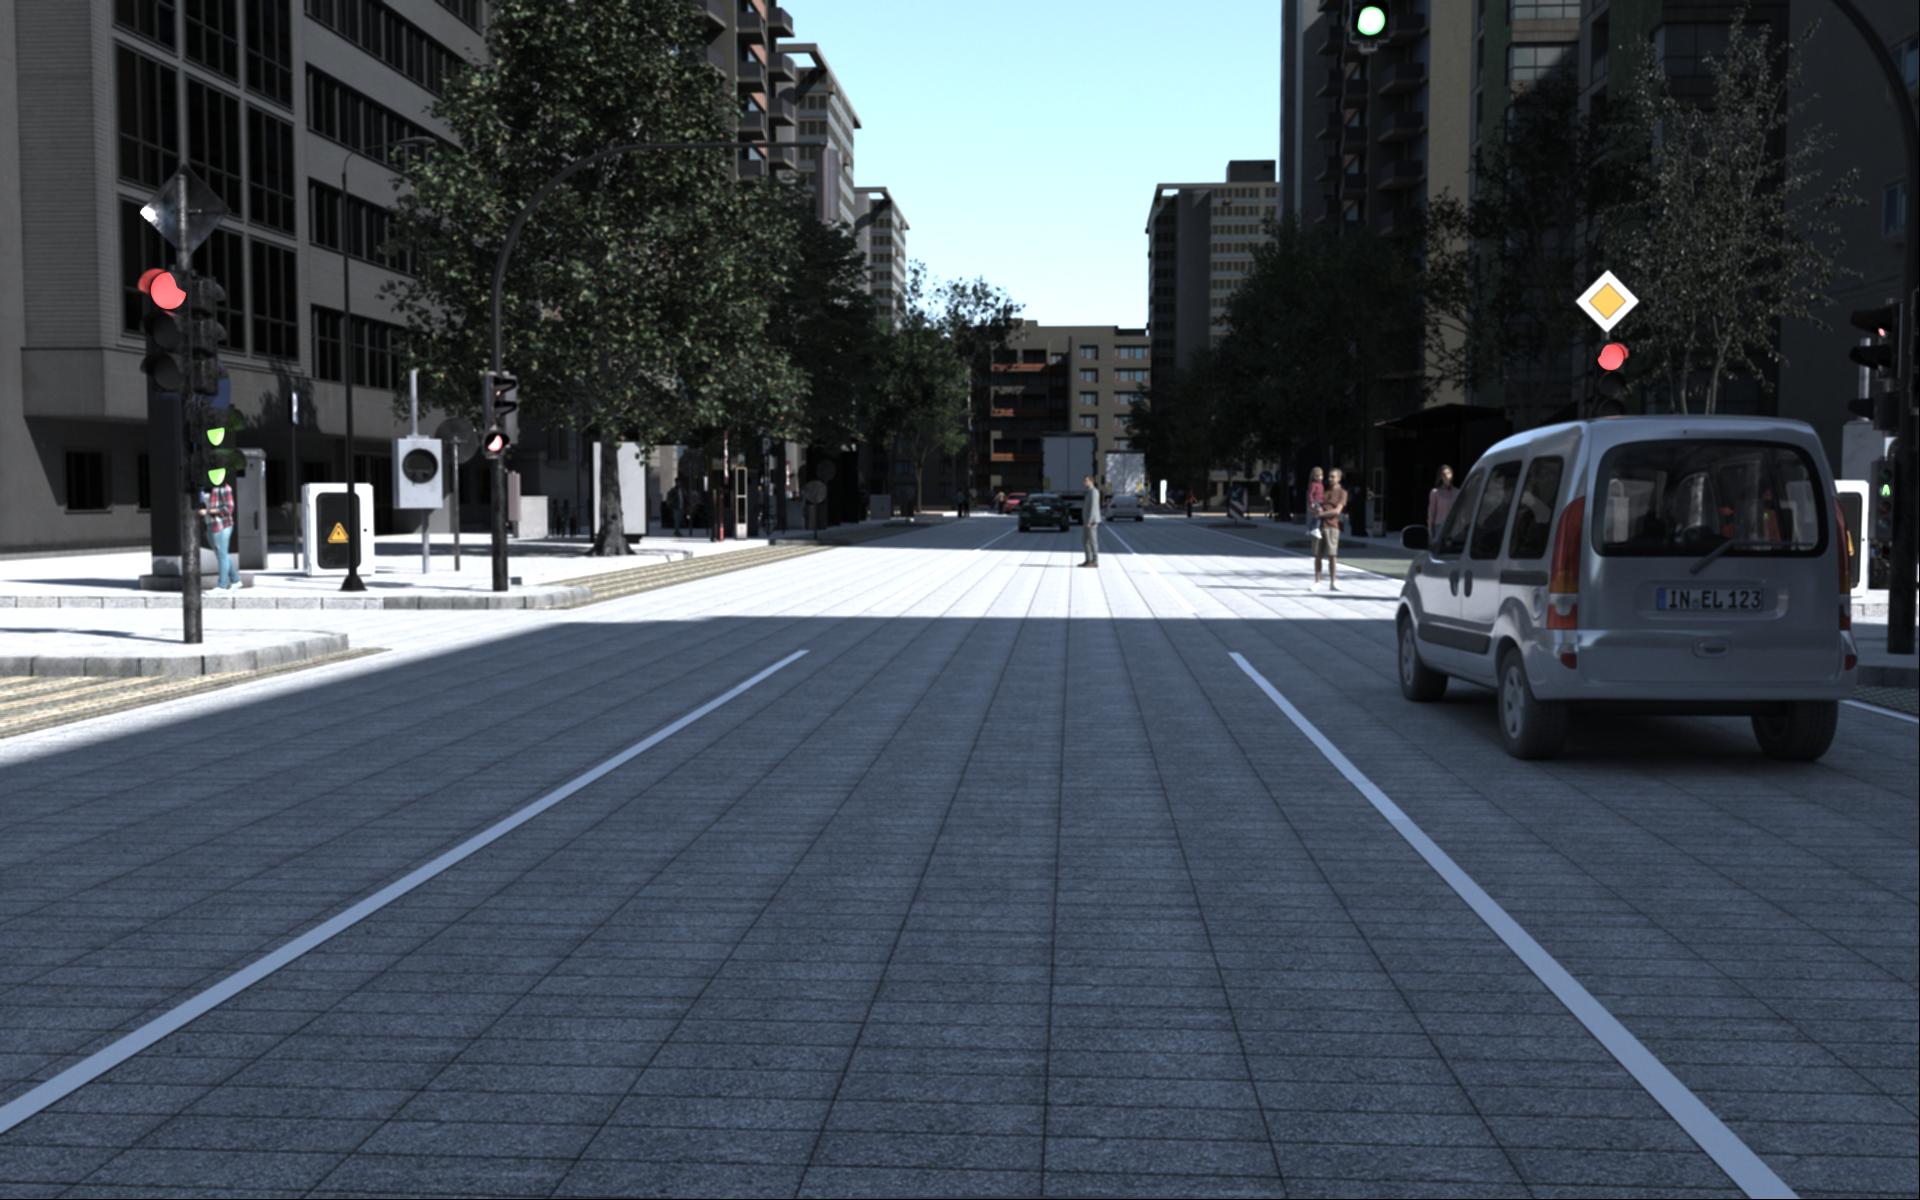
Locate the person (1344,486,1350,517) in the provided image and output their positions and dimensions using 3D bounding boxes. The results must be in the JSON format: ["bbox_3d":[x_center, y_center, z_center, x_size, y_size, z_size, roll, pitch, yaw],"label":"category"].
[{"bbox_3d":[21.489,-5.426,95.238,0.782,1.767,0.515,0,4,1],"label":"person"}]

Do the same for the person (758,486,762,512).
[{"bbox_3d":[-10.374,-5.087,89.562,0.624,1.780,0.694,3,5,41],"label":"person"}]

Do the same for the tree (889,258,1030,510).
[{"bbox_3d":[-1.364,-17.350,139.569,12.611,20.169,13.585,0,3,0],"label":"tree"}]

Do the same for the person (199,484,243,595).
[{"bbox_3d":[-9.465,-0.936,22.183,0.643,1.720,0.563,-3,5,-44],"label":"person"}]

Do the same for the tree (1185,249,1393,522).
[{"bbox_3d":[15.056,-9.962,79.889,9.611,12.733,9.660,0,3,0],"label":"tree"}]

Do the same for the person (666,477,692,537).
[{"bbox_3d":[-8.405,-2.767,51.627,0.721,1.781,0.623,2,4,24],"label":"person"}]

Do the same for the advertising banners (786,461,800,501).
[{"bbox_3d":[-8.751,-5.843,91.714,0.090,3.025,2.074,2,4,23],"label":"advertising banners"}]

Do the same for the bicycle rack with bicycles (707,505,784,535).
[{"bbox_3d":[-6.991,-2.541,54.928,2.852,0.926,2.925,1,4,23],"label":"bicycle rack with bicycles"}]

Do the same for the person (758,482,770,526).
[{"bbox_3d":[-8.006,-3.807,68.963,0.731,1.740,0.598,-2,4,-33],"label":"person"}]

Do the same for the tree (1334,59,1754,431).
[{"bbox_3d":[12.514,-6.342,38.104,8.767,10.594,7.601,0,4,-5],"label":"tree"}]

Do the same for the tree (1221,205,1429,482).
[{"bbox_3d":[13.222,-8.376,62.702,9.928,11.665,9.643,0,3,0],"label":"tree"}]

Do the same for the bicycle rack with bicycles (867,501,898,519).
[{"bbox_3d":[-4.552,-4.769,91.352,2.852,0.926,2.925,-2,4,-31],"label":"bicycle rack with bicycles"}]

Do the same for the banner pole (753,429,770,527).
[{"bbox_3d":[-7.765,-4.712,67.062,0.863,3.779,0.401,2,4,24],"label":"banner pole"}]

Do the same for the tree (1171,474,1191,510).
[{"bbox_3d":[18.226,-9.163,144.418,1.663,3.219,1.824,0,3,0],"label":"tree"}]

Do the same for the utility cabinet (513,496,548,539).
[{"bbox_3d":[-12.454,-2.386,50.175,0.306,1.237,1.020,3,5,42],"label":"utility cabinet"}]

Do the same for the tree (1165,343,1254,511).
[{"bbox_3d":[18.897,-12.997,130.629,7.486,12.596,7.792,0,3,0],"label":"tree"}]

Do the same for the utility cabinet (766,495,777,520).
[{"bbox_3d":[-9.197,-4.596,86.306,1.020,1.237,0.306,-2,4,-23],"label":"utility cabinet"}]

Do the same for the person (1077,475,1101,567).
[{"bbox_3d":[2.558,-1.548,33.912,0.391,1.810,0.635,-1,4,-11],"label":"person"}]

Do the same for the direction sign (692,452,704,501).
[{"bbox_3d":[-14.156,-6.253,94.231,0.876,3.537,0.379,1,4,17],"label":"direction sign"}]

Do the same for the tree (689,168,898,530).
[{"bbox_3d":[-5.911,-8.740,61.033,7.486,12.596,7.792,0,3,0],"label":"tree"}]

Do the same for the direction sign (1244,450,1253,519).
[{"bbox_3d":[14.572,-5.839,87.469,0.379,3.537,0.876,2,4,35],"label":"direction sign"}]

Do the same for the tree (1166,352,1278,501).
[{"bbox_3d":[16.548,-10.431,104.962,8.767,10.594,7.601,1,4,13],"label":"tree"}]

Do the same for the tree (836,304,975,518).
[{"bbox_3d":[-3.621,-10.293,94.048,9.928,11.665,9.643,0,3,0],"label":"tree"}]

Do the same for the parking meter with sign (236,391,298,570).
[{"bbox_3d":[-12.139,-2.020,29.296,1.738,3.016,0.543,-1,4,-12],"label":"parking meter with sign"}]

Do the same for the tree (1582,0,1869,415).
[{"bbox_3d":[11.473,-4.659,26.543,4.360,8.622,3.978,0,3,0],"label":"tree"}]

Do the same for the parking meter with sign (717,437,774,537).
[{"bbox_3d":[-6.502,-3.427,52.293,1.738,3.016,0.543,-3,4,-39],"label":"parking meter with sign"}]

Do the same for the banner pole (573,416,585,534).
[{"bbox_3d":[-12.232,-4.007,55.538,0.401,3.779,0.863,-1,4,-15],"label":"banner pole"}]

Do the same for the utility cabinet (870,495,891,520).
[{"bbox_3d":[-4.008,-4.638,86.986,1.020,1.237,0.306,1,4,17],"label":"utility cabinet"}]

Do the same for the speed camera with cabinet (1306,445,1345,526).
[{"bbox_3d":[14.590,-4.567,69.000,0.660,3.252,2.038,3,5,42],"label":"speed camera with cabinet"}]

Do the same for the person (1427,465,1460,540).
[{"bbox_3d":[6.531,-0.906,23.327,0.555,1.821,0.388,-1,4,-20],"label":"person"}]

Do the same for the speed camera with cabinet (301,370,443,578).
[{"bbox_3d":[-9.224,-2.009,27.180,2.038,3.252,0.660,-2,4,-28],"label":"speed camera with cabinet"}]

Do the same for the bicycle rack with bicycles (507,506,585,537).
[{"bbox_3d":[-12.535,-2.378,52.265,2.852,0.926,2.925,0,4,0],"label":"bicycle rack with bicycles"}]

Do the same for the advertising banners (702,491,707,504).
[{"bbox_3d":[-9.650,-4.437,68.726,0.090,3.025,2.074,-3,5,-39],"label":"advertising banners"}]

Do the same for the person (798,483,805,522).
[{"bbox_3d":[-7.294,-4.510,79.868,0.778,1.811,0.616,3,5,43],"label":"person"}]

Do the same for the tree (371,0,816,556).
[{"bbox_3d":[-7.478,-7.290,36.203,9.611,12.733,9.660,0,3,0],"label":"tree"}]

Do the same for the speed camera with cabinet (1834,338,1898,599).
[{"bbox_3d":[11.073,-1.665,21.554,2.038,3.252,0.660,-3,4,-37],"label":"speed camera with cabinet"}]

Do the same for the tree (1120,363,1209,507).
[{"bbox_3d":[20.499,-16.114,170.112,9.857,13.997,8.962,0,3,0],"label":"tree"}]

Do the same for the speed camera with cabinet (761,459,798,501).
[{"bbox_3d":[-10.137,-6.273,96.893,2.038,3.252,0.660,-1,4,-13],"label":"speed camera with cabinet"}]

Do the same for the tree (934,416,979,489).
[{"bbox_3d":[-0.373,-12.460,154.082,4.360,8.622,3.978,0,3,0],"label":"tree"}]

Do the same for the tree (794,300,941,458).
[{"bbox_3d":[-4.756,-8.981,81.245,8.767,10.594,7.601,1,4,14],"label":"tree"}]

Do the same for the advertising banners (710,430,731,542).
[{"bbox_3d":[-6.475,-3.093,46.755,0.090,3.025,2.074,0,4,5],"label":"advertising banners"}]

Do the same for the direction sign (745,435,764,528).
[{"bbox_3d":[-7.860,-4.542,66.251,0.876,3.537,0.379,-3,5,-44],"label":"direction sign"}]

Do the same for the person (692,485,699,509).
[{"bbox_3d":[-12.601,-4.585,82.006,0.512,1.701,0.522,-2,4,-32],"label":"person"}]

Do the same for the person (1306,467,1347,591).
[{"bbox_3d":[5.398,-1.055,25.721,0.580,1.828,0.573,-1,4,-19],"label":"person"}]

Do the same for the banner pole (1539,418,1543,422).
[{"bbox_3d":[19.184,-4.093,56.939,0.401,3.779,0.863,-1,4,-12],"label":"banner pole"}]

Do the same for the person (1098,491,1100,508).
[{"bbox_3d":[13.675,-9.962,172.113,0.721,1.736,1.217,3,4,37],"label":"person"}]
